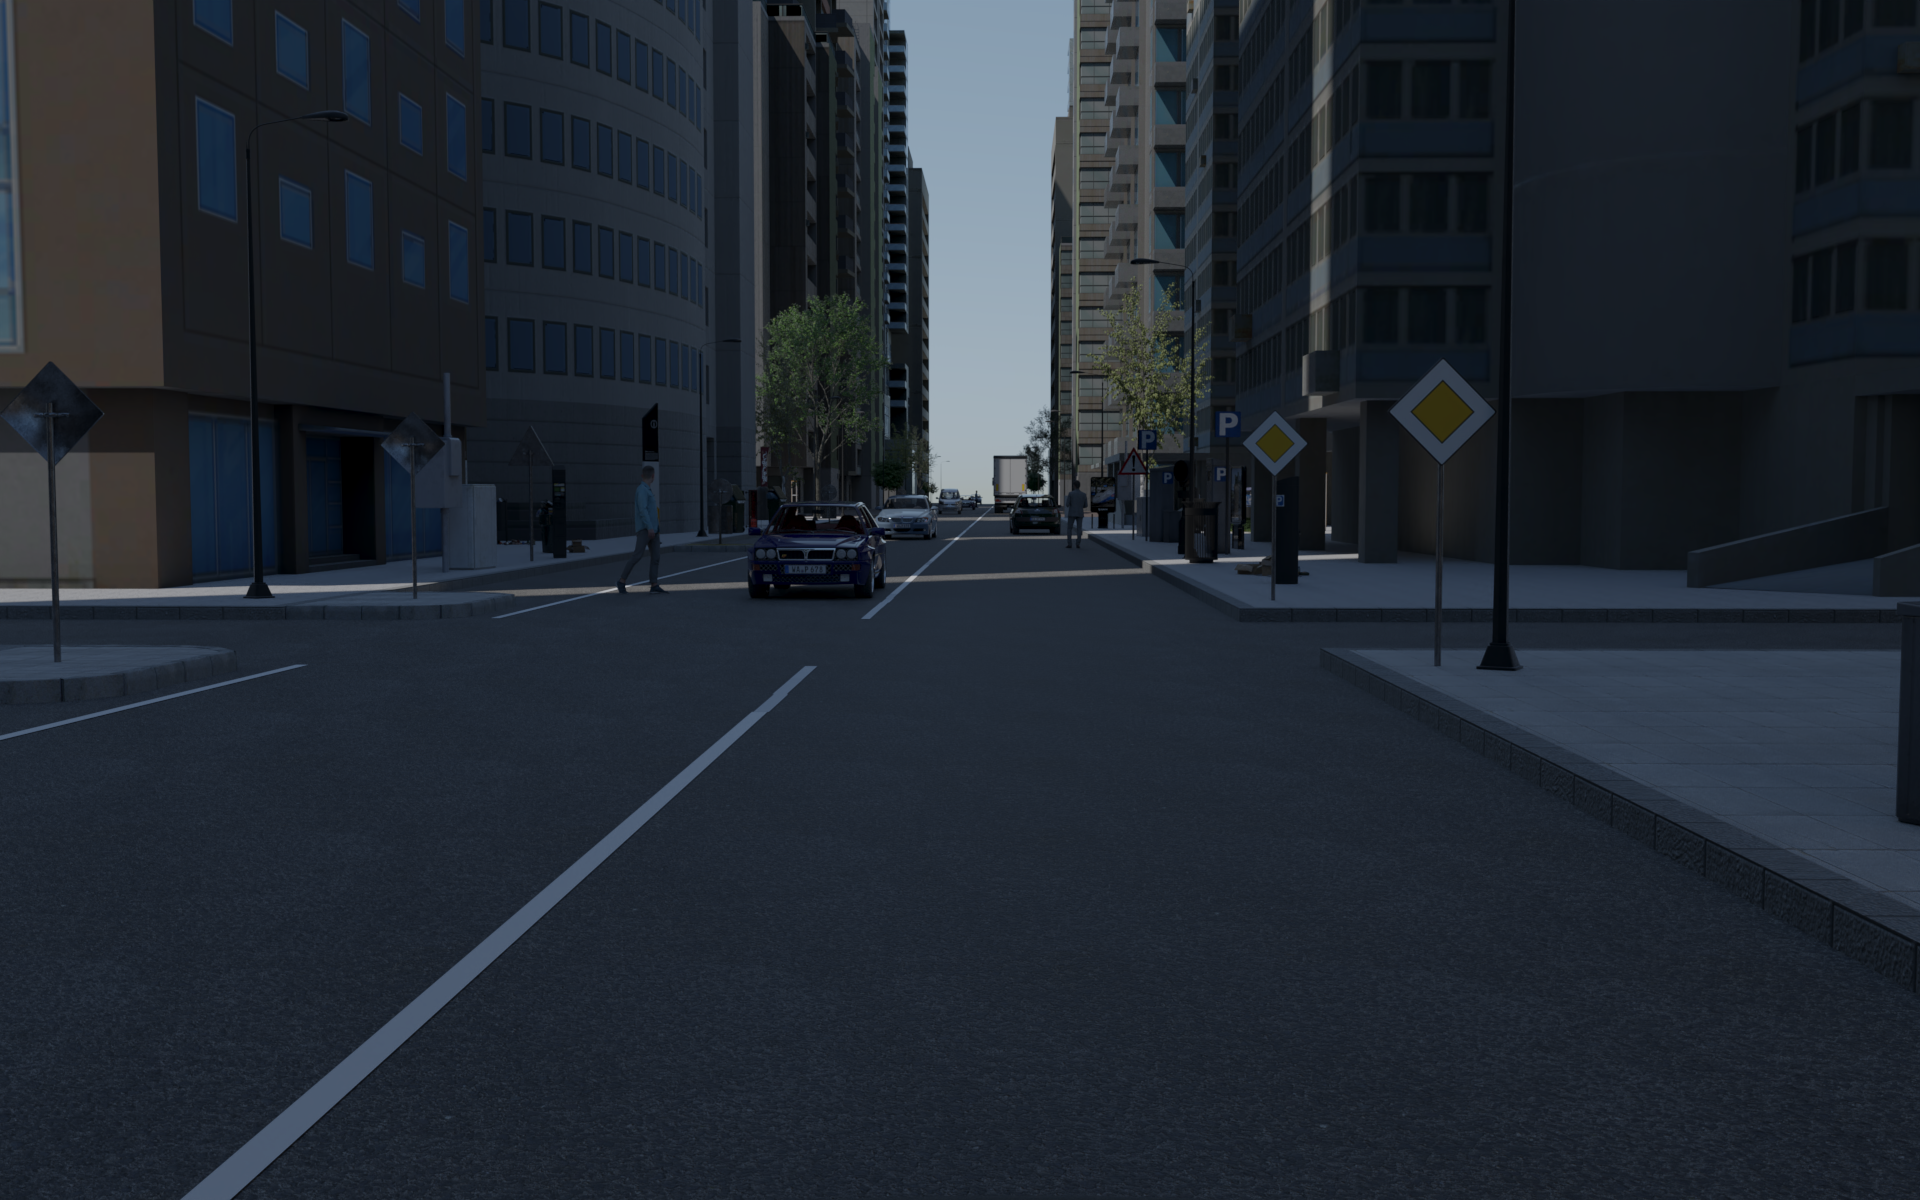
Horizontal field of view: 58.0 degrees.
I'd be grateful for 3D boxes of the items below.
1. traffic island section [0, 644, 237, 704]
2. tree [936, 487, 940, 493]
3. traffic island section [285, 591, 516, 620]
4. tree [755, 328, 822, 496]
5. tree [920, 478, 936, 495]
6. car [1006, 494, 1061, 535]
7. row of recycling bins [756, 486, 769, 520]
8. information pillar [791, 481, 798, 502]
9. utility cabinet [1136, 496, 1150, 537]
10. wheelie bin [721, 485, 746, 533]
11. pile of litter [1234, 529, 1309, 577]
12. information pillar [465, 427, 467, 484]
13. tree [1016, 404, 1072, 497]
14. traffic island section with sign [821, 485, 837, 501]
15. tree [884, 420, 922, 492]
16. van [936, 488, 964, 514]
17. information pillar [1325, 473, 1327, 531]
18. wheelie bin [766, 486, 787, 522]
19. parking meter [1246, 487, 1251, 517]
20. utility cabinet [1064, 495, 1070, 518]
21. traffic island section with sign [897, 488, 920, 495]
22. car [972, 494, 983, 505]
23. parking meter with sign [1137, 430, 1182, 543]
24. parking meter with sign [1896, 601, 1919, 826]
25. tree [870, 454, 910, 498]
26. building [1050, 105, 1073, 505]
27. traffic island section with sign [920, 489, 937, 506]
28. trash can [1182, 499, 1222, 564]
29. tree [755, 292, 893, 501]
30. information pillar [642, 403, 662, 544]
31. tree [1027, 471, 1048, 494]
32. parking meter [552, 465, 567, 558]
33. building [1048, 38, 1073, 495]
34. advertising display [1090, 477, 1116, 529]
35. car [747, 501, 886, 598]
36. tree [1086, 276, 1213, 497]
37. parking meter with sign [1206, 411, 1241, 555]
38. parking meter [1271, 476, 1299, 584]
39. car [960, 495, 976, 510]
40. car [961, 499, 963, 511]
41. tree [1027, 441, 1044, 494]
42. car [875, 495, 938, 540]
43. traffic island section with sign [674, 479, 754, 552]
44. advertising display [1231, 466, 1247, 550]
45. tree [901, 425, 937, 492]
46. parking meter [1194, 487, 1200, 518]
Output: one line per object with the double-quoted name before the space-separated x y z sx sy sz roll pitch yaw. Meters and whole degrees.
"traffic island section" -6.907 0.555 13.214 2.009 0.180 2.903 0 4 2
"tree" -3.639 -14.976 239.462 1.663 3.219 1.824 0 3 0
"traffic island section" -6.689 0.066 21.196 2.009 0.180 2.903 0 4 2
"tree" -7.889 -7.681 75.950 4.360 8.622 3.978 0 3 0
"tree" -4.173 -12.904 205.583 1.663 3.219 1.824 0 3 0
"car" 2.692 -3.225 62.516 2.009 1.686 4.222 0 4 0
"row of recycling bins" -10.754 -4.824 85.983 3.534 1.692 1.069 3 5 41
"information pillar" -9.216 -5.631 96.554 0.304 2.012 0.304 0 4 5
"utility cabinet" 5.568 -2.529 52.503 0.306 1.237 1.020 0 4 -4
"wheelie bin" -7.507 -3.005 57.039 0.693 1.594 0.980 1 4 21
"pile of litter" 4.956 -0.830 27.531 1.176 0.858 1.719 1 4 10
"information pillar" -12.193 -3.109 42.185 0.183 3.616 0.504 1 4 21
"tree" 9.290 -15.050 180.487 7.601 10.594 8.767 -2 4 -27
"traffic island section with sign" -5.334 -3.817 71.038 1.989 1.847 2.006 0 4 2
"tree" -5.791 -13.541 171.749 4.737 8.622 4.395 0 3 0
"van" -0.735 -7.180 124.406 2.013 2.044 4.112 0 3 0
"information pillar" 12.559 -3.406 60.180 0.304 2.012 0.304 0 4 1
"wheelie bin" -7.467 -3.814 70.263 0.693 1.594 0.980 1 4 20
"parking meter" 10.674 -3.400 64.002 0.372 1.533 0.369 0 3 0
"utility cabinet" 5.966 -5.042 93.603 0.306 1.237 1.020 2 4 27
"traffic island section with sign" -3.997 -6.818 120.096 1.989 1.847 2.006 0 4 2
"car" 2.149 -13.875 238.865 2.014 1.417 4.499 0 4 1
"parking meter with sign" 5.373 -3.058 46.255 0.543 3.016 1.738 -1 4 -21
"parking meter with sign" 4.522 -0.647 6.844 1.738 3.016 0.543 -1 4 -23
"tree" -5.734 -9.668 141.780 4.285 4.588 4.351 0 3 0
"building" 22.041 -36.009 212.441 21.300 48.544 21.600 0 4 2
"traffic island section with sign" -3.252 -8.505 147.691 1.989 1.847 2.006 0 4 2
"trash can" 4.489 -1.255 32.177 0.748 1.137 0.748 0 3 0
"tree" -7.292 -9.988 89.061 9.928 11.665 9.643 0 3 0
"information pillar" -7.894 -3.237 44.275 0.183 3.616 0.504 3 5 40
"tree" 10.232 -15.326 234.298 4.285 4.588 4.351 0 3 0
"parking meter" -8.017 -1.770 34.644 0.255 1.863 0.399 -1 4 -15
"building" 23.713 -56.589 237.894 22.319 86.520 31.000 0 4 2
"advertising display" 5.321 -3.616 64.331 0.974 1.923 0.123 1 4 22
"car" -2.019 -0.764 25.064 1.945 1.354 3.894 0 4 1
"tree" 6.519 -6.675 59.501 4.737 8.622 4.395 0 3 0
"parking meter with sign" 5.608 -2.516 37.394 0.543 3.016 1.738 0 4 -2
"parking meter" 4.644 -0.997 24.715 0.372 1.533 0.369 0 3 0
"car" 0.516 -8.783 156.186 1.945 1.354 3.894 0 4 1
"car" -0.696 -8.346 146.245 2.009 1.686 4.222 0 4 3
"tree" 10.401 -18.256 248.840 4.737 8.622 4.395 0 3 0
"car" -1.689 -2.676 55.752 2.014 1.417 4.499 0 4 3
"traffic island section with sign" -6.074 -2.147 43.738 1.989 1.847 2.006 0 4 2
"advertising display" 6.481 -2.148 40.327 0.123 1.923 0.974 0 4 -6
"tree" -4.323 -14.353 185.027 4.360 8.622 3.978 0 3 0
"parking meter" 8.778 -3.448 64.792 0.372 1.533 0.369 0 3 0
